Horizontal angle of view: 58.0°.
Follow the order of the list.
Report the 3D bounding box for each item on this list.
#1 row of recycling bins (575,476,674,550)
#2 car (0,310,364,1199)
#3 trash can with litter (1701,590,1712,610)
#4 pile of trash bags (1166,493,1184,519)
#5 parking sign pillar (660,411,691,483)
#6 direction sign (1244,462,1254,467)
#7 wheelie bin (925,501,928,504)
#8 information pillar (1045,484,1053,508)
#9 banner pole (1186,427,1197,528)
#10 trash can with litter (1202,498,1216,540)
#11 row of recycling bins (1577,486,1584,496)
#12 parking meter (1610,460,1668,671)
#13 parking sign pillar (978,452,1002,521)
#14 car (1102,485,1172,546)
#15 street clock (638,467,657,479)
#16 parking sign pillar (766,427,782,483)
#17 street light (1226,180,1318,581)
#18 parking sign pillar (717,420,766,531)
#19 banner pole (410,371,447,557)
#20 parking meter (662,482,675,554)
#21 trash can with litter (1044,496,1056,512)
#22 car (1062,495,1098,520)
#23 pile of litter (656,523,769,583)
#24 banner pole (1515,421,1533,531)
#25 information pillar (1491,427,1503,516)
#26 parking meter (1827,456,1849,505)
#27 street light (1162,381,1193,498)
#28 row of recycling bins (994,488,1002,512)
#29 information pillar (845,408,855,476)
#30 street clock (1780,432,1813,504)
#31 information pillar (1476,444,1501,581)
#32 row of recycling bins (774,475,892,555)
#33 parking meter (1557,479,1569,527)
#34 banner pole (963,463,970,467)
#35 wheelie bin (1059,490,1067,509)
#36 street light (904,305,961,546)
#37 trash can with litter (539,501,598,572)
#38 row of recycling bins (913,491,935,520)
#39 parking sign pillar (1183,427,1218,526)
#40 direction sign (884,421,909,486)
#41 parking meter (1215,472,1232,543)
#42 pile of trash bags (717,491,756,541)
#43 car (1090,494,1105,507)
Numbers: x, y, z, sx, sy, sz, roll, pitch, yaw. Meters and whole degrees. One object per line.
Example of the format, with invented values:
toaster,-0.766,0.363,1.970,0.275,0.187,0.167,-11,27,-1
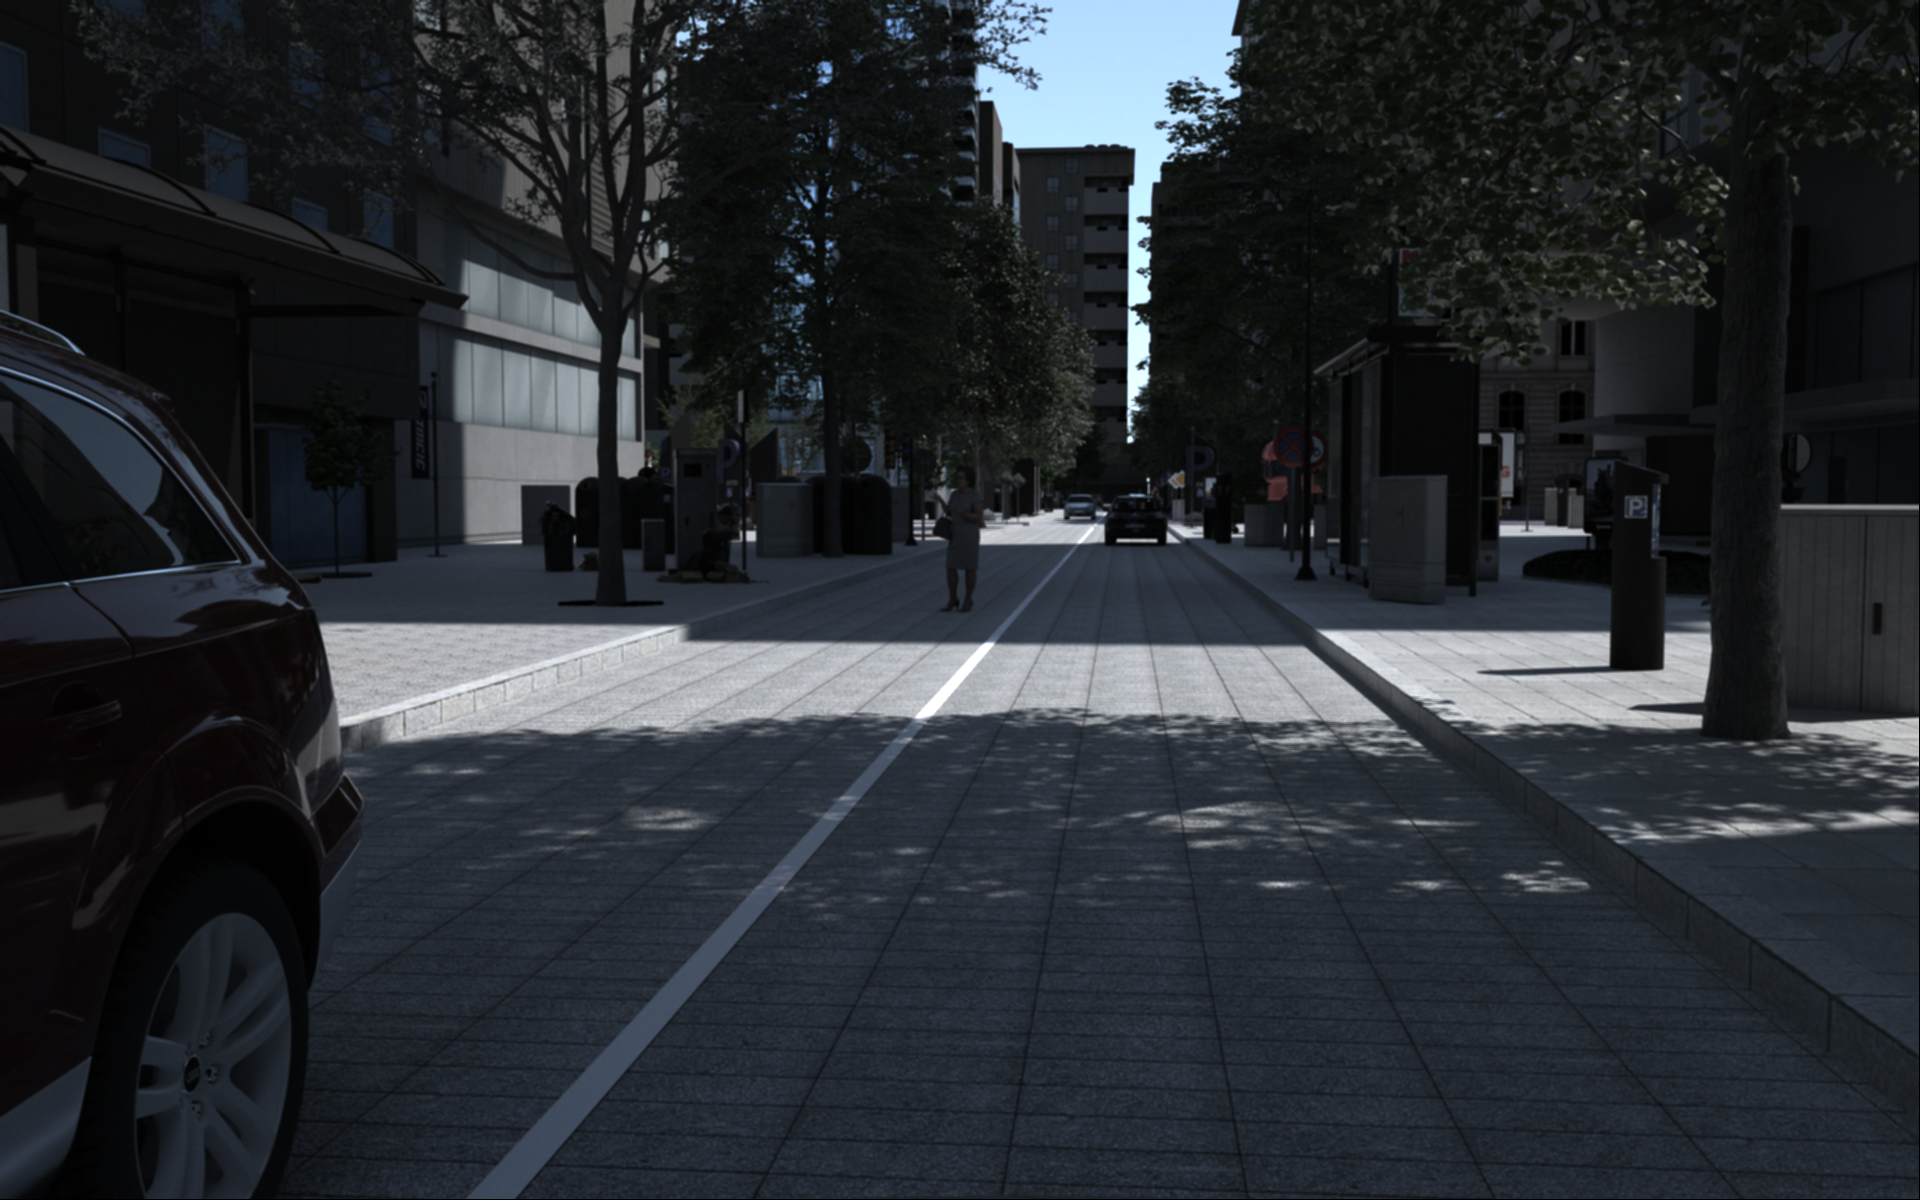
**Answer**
row of recycling bins,-7.889,-2.069,40.940,3.534,1.692,1.069,3,5,44
car,-2.412,0.429,1.662,2.281,1.827,5.304,0,4,3
trash can with litter,8.496,-0.436,18.516,1.055,1.170,0.624,3,5,43
pile of trash bags,11.628,-4.892,89.743,1.912,1.369,3.447,0,4,3
parking sign pillar,-9.081,-4.086,55.271,1.447,3.967,1.447,1,4,19
direction sign,20.442,-7.998,122.772,0.379,3.537,0.876,-3,5,-40
wheelie bin,-3.156,-9.013,155.270,0.693,1.594,0.980,-3,4,-38
information pillar,6.612,-7.520,127.447,0.304,2.012,0.304,-2,4,-34
banner pole,8.746,-4.603,65.282,0.401,3.779,0.863,0,4,6
trash can with litter,7.275,-2.311,49.175,0.624,1.170,1.055,-1,4,-14
row of recycling bins,44.172,-6.861,119.292,3.534,1.692,1.069,0,4,-8
parking meter,4.986,-0.263,12.718,0.372,1.533,0.369,0,3,0
parking sign pillar,1.009,-5.744,82.382,1.447,3.967,1.447,3,5,40
car,5.046,-2.426,49.457,2.009,1.686,4.222,0,4,7
street clock,-8.328,-2.546,46.205,0.471,2.002,0.358,-2,4,-29
parking sign pillar,-7.883,-5.015,70.470,1.447,3.967,1.447,2,4,29
street light,4.630,-3.255,25.756,1.470,5.913,1.316,0,4,5
parking sign pillar,-7.969,-4.439,61.052,1.447,3.967,1.447,-3,5,-44
banner pole,-10.845,-2.764,35.217,0.401,3.779,0.863,2,4,32
parking meter,-6.165,-1.749,37.001,0.372,1.533,0.369,0,3,0
trash can with litter,6.283,-6.736,121.525,0.624,1.170,1.055,1,4,20
car,6.750,-5.210,97.182,2.014,1.417,4.499,0,4,5
pile of litter,-3.629,-0.689,25.229,1.719,0.858,1.176,3,4,37
banner pole,19.432,-4.264,59.733,0.401,3.779,0.863,-2,4,-24
information pillar,18.534,-4.192,59.886,0.183,3.616,0.504,-2,4,-25
parking meter,13.699,-1.305,27.054,0.255,1.863,0.399,2,4,31
street light,9.023,-6.047,71.407,1.470,5.913,1.316,0,4,5
row of recycling bins,2.940,-7.095,123.123,3.534,1.692,1.069,3,4,38
information pillar,-2.992,-3.414,47.177,0.183,3.616,0.504,-2,4,-29
street clock,9.808,-0.974,20.499,0.471,2.002,0.358,-1,4,-22
information pillar,7.779,-1.286,25.516,0.304,2.012,0.304,1,4,11
row of recycling bins,-2.818,-1.875,37.772,3.534,1.692,1.069,3,5,43
parking meter,23.650,-3.806,67.938,0.255,1.863,0.399,-2,4,-31
banner pole,0.382,-5.559,80.905,0.863,3.779,0.401,0,4,6
wheelie bin,8.973,-8.715,150.398,0.693,1.594,0.980,0,4,-4
street light,-0.675,-4.298,42.815,1.470,5.913,1.316,0,4,5
trash can with litter,-6.456,-1.070,28.888,1.055,1.170,0.624,-1,4,-23
row of recycling bins,-2.508,-4.849,86.389,3.534,1.692,1.069,1,4,12
parking sign pillar,9.661,-4.944,69.302,1.447,3.967,1.447,1,4,16
direction sign,-1.911,-3.788,53.929,0.876,3.537,0.379,-1,4,-9
parking meter,6.864,-2.410,45.117,0.399,1.863,0.255,-3,5,-39
pile of trash bags,-6.539,-2.305,47.441,3.447,1.369,1.912,2,4,35
car,14.558,-10.768,186.281,2.015,1.641,3.980,0,4,6
